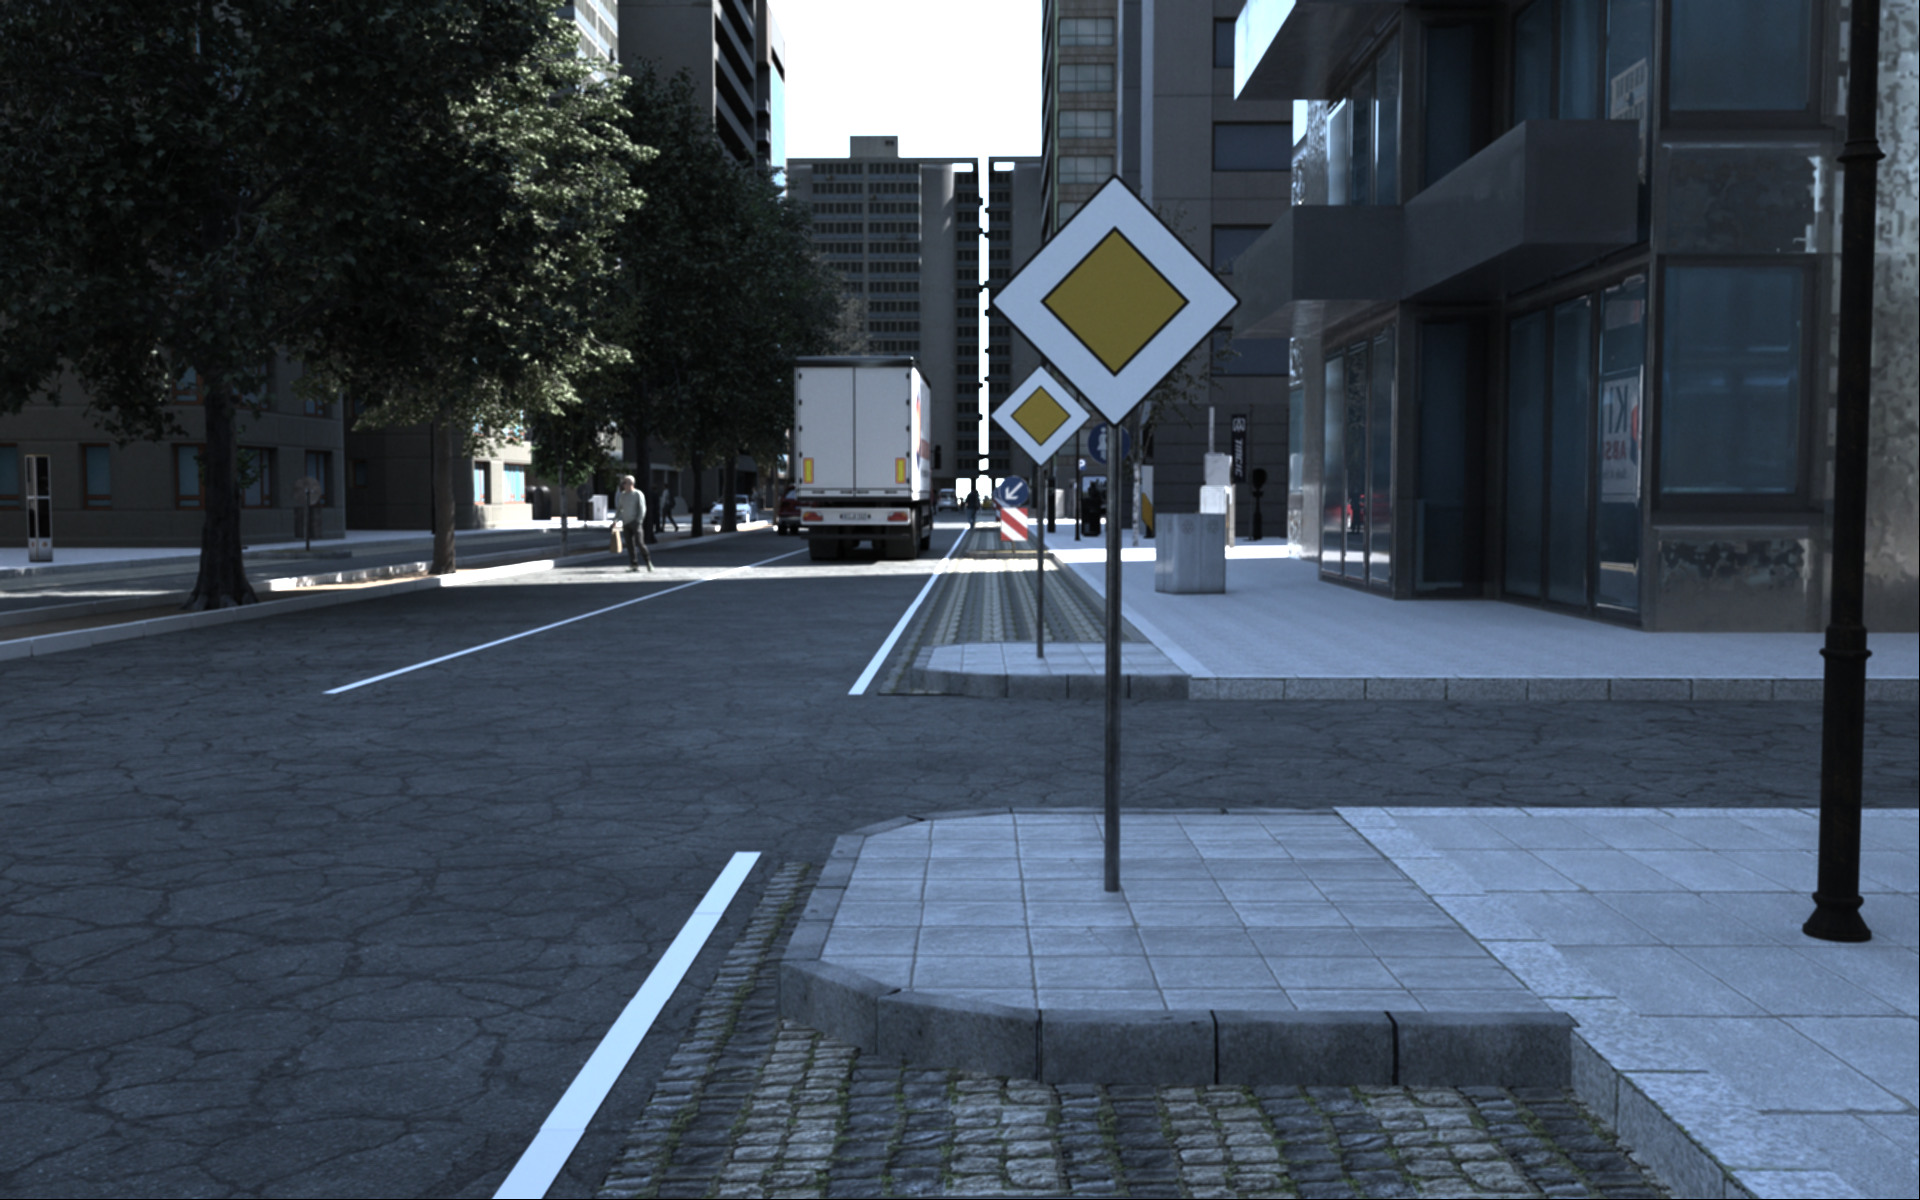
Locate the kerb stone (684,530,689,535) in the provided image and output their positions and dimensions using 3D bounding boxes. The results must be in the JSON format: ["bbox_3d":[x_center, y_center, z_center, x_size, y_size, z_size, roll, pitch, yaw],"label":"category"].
[{"bbox_3d":[-9.604,-2.303,59.937,0.120,0.150,1.000,0,4,1],"label":"kerb stone"}]

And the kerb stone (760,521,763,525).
[{"bbox_3d":[-9.262,-3.499,79.404,0.120,0.150,1.000,0,4,1],"label":"kerb stone"}]

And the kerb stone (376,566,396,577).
[{"bbox_3d":[-10.110,-0.490,30.214,0.120,0.150,1.000,0,4,1],"label":"kerb stone"}]

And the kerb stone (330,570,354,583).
[{"bbox_3d":[-10.148,-0.364,28.170,0.120,0.150,1.000,0,4,1],"label":"kerb stone"}]

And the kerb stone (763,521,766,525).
[{"bbox_3d":[-9.245,-3.561,80.426,0.120,0.150,1.000,0,4,1],"label":"kerb stone"}]

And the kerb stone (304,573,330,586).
[{"bbox_3d":[-10.169,-0.301,27.145,0.120,0.150,1.000,0,4,1],"label":"kerb stone"}]

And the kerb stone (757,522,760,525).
[{"bbox_3d":[-9.278,-3.436,78.382,0.120,0.150,1.000,0,4,1],"label":"kerb stone"}]

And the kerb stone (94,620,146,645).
[{"bbox_3d":[-8.248,0.331,16.857,0.120,0.150,1.000,0,4,1],"label":"kerb stone"}]

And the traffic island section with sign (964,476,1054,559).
[{"bbox_3d":[1.089,-1.842,38.738,1.989,1.847,2.006,0,4,1],"label":"traffic island section with sign"}]

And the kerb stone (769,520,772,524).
[{"bbox_3d":[-9.213,-3.687,82.479,0.120,0.150,1.000,0,4,1],"label":"kerb stone"}]

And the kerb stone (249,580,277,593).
[{"bbox_3d":[-10.202,-0.177,25.092,0.120,0.150,1.000,0,4,1],"label":"kerb stone"}]

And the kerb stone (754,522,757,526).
[{"bbox_3d":[-9.306,-3.374,77.354,0.120,0.150,1.000,0,4,1],"label":"kerb stone"}]

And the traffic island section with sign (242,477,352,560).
[{"bbox_3d":[-14.685,-1.826,38.478,1.989,1.847,2.006,0,4,1],"label":"traffic island section with sign"}]

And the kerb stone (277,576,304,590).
[{"bbox_3d":[-10.184,-0.236,26.115,0.120,0.150,1.000,0,4,1],"label":"kerb stone"}]

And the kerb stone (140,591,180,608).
[{"bbox_3d":[-10.249,0.011,22.017,0.120,0.150,1.000,0,4,1],"label":"kerb stone"}]

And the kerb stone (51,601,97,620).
[{"bbox_3d":[-10.296,0.136,19.964,0.120,0.150,1.000,0,4,1],"label":"kerb stone"}]

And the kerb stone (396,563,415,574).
[{"bbox_3d":[-10.096,-0.547,31.240,0.120,0.150,1.000,0,4,1],"label":"kerb stone"}]

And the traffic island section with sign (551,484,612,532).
[{"bbox_3d":[-14.228,-3.474,65.430,1.989,1.847,2.006,0,4,1],"label":"traffic island section with sign"}]

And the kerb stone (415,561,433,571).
[{"bbox_3d":[-10.076,-0.616,32.267,0.120,0.150,1.000,0,4,1],"label":"kerb stone"}]

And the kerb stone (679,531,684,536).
[{"bbox_3d":[-9.620,-2.246,58.914,0.120,0.150,1.000,0,4,1],"label":"kerb stone"}]

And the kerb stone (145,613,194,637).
[{"bbox_3d":[-8.226,0.264,17.879,0.120,0.150,1.000,0,4,1],"label":"kerb stone"}]

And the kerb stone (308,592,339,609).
[{"bbox_3d":[-8.154,0.014,21.973,0.120,0.150,1.000,0,4,1],"label":"kerb stone"}]

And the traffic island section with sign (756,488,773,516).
[{"bbox_3d":[-13.353,-6.544,115.623,1.989,1.847,2.006,0,4,1],"label":"traffic island section with sign"}]

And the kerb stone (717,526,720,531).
[{"bbox_3d":[-9.480,-2.746,67.099,0.120,0.150,1.000,0,4,1],"label":"kerb stone"}]

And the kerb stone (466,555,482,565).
[{"bbox_3d":[-10.021,-0.798,35.336,0.120,0.150,1.000,0,4,1],"label":"kerb stone"}]

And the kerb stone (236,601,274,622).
[{"bbox_3d":[-8.186,0.141,19.929,0.120,0.150,1.000,0,4,1],"label":"kerb stone"}]

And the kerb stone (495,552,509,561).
[{"bbox_3d":[-9.994,-0.926,37.385,0.120,0.150,1.000,0,4,1],"label":"kerb stone"}]

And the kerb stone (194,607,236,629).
[{"bbox_3d":[-8.207,0.205,18.901,0.120,0.150,1.000,0,4,1],"label":"kerb stone"}]

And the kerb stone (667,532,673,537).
[{"bbox_3d":[-9.656,-2.121,56.869,0.120,0.150,1.000,0,4,1],"label":"kerb stone"}]

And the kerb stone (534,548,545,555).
[{"bbox_3d":[-9.943,-1.116,40.460,0.120,0.150,1.000,0,4,1],"label":"kerb stone"}]

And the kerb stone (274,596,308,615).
[{"bbox_3d":[-8.173,0.076,20.951,0.120,0.150,1.000,0,4,1],"label":"kerb stone"}]

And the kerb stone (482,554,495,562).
[{"bbox_3d":[-10.011,-0.861,36.361,0.120,0.150,1.000,0,4,1],"label":"kerb stone"}]

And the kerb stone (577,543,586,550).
[{"bbox_3d":[-9.865,-1.364,44.552,0.120,0.150,1.000,0,4,1],"label":"kerb stone"}]

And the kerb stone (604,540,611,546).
[{"bbox_3d":[-9.813,-1.556,47.631,0.120,0.150,1.000,0,4,1],"label":"kerb stone"}]

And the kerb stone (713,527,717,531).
[{"bbox_3d":[-9.496,-2.681,66.071,0.120,0.150,1.000,0,4,1],"label":"kerb stone"}]

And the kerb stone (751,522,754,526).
[{"bbox_3d":[-9.314,-3.307,76.323,0.120,0.150,1.000,0,4,1],"label":"kerb stone"}]

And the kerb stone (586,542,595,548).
[{"bbox_3d":[-9.850,-1.430,45.580,0.120,0.150,1.000,0,4,1],"label":"kerb stone"}]

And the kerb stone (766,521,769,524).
[{"bbox_3d":[-9.229,-3.620,81.448,0.120,0.150,1.000,0,4,1],"label":"kerb stone"}]

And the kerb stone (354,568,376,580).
[{"bbox_3d":[-10.128,-0.428,29.192,0.120,0.150,1.000,0,4,1],"label":"kerb stone"}]

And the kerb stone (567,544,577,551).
[{"bbox_3d":[-9.881,-1.300,43.530,0.120,0.150,1.000,0,4,1],"label":"kerb stone"}]

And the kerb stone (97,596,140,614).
[{"bbox_3d":[-10.274,0.074,20.990,0.120,0.150,1.000,0,4,1],"label":"kerb stone"}]

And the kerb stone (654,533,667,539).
[{"bbox_3d":[-9.669,-2.058,55.847,0.120,0.150,1.000,0,4,1],"label":"kerb stone"}]

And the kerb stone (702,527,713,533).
[{"bbox_3d":[-9.511,-2.621,65.047,0.120,0.150,1.000,0,4,1],"label":"kerb stone"}]

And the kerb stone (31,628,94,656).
[{"bbox_3d":[-8.255,0.390,15.827,0.120,0.150,1.000,0,4,1],"label":"kerb stone"}]

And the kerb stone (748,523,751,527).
[{"bbox_3d":[-9.338,-3.246,75.295,0.120,0.150,1.000,0,4,1],"label":"kerb stone"}]

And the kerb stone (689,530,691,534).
[{"bbox_3d":[-9.586,-2.371,60.959,0.120,0.150,1.000,0,4,1],"label":"kerb stone"}]

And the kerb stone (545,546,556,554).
[{"bbox_3d":[-9.918,-1.173,41.482,0.120,0.150,1.000,0,4,1],"label":"kerb stone"}]

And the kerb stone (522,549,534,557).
[{"bbox_3d":[-9.953,-1.050,39.431,0.120,0.150,1.000,0,4,1],"label":"kerb stone"}]

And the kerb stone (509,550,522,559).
[{"bbox_3d":[-9.973,-0.992,38.408,0.120,0.150,1.000,0,4,1],"label":"kerb stone"}]

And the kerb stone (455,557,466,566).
[{"bbox_3d":[-10.046,-0.741,34.311,0.120,0.150,1.000,0,4,1],"label":"kerb stone"}]

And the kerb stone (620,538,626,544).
[{"bbox_3d":[-9.759,-1.744,50.715,0.120,0.150,1.000,0,4,1],"label":"kerb stone"}]

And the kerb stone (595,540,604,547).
[{"bbox_3d":[-9.833,-1.492,46.609,0.120,0.150,1.000,0,4,1],"label":"kerb stone"}]

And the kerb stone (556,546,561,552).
[{"bbox_3d":[-9.899,-1.238,42.508,0.120,0.150,1.000,0,4,1],"label":"kerb stone"}]

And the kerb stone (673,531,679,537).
[{"bbox_3d":[-9.632,-2.182,57.892,0.120,0.150,1.000,0,4,1],"label":"kerb stone"}]

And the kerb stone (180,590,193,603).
[{"bbox_3d":[-10.238,-0.052,23.042,0.120,0.150,1.000,0,4,1],"label":"kerb stone"}]

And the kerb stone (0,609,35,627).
[{"bbox_3d":[-10.304,0.199,18.942,0.120,0.150,1.000,0,4,1],"label":"kerb stone"}]

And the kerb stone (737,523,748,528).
[{"bbox_3d":[-9.347,-3.185,74.273,0.120,0.150,1.000,0,4,1],"label":"kerb stone"}]

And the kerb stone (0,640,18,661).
[{"bbox_3d":[-8.277,0.455,14.800,0.120,0.150,1.000,0,4,1],"label":"kerb stone"}]
